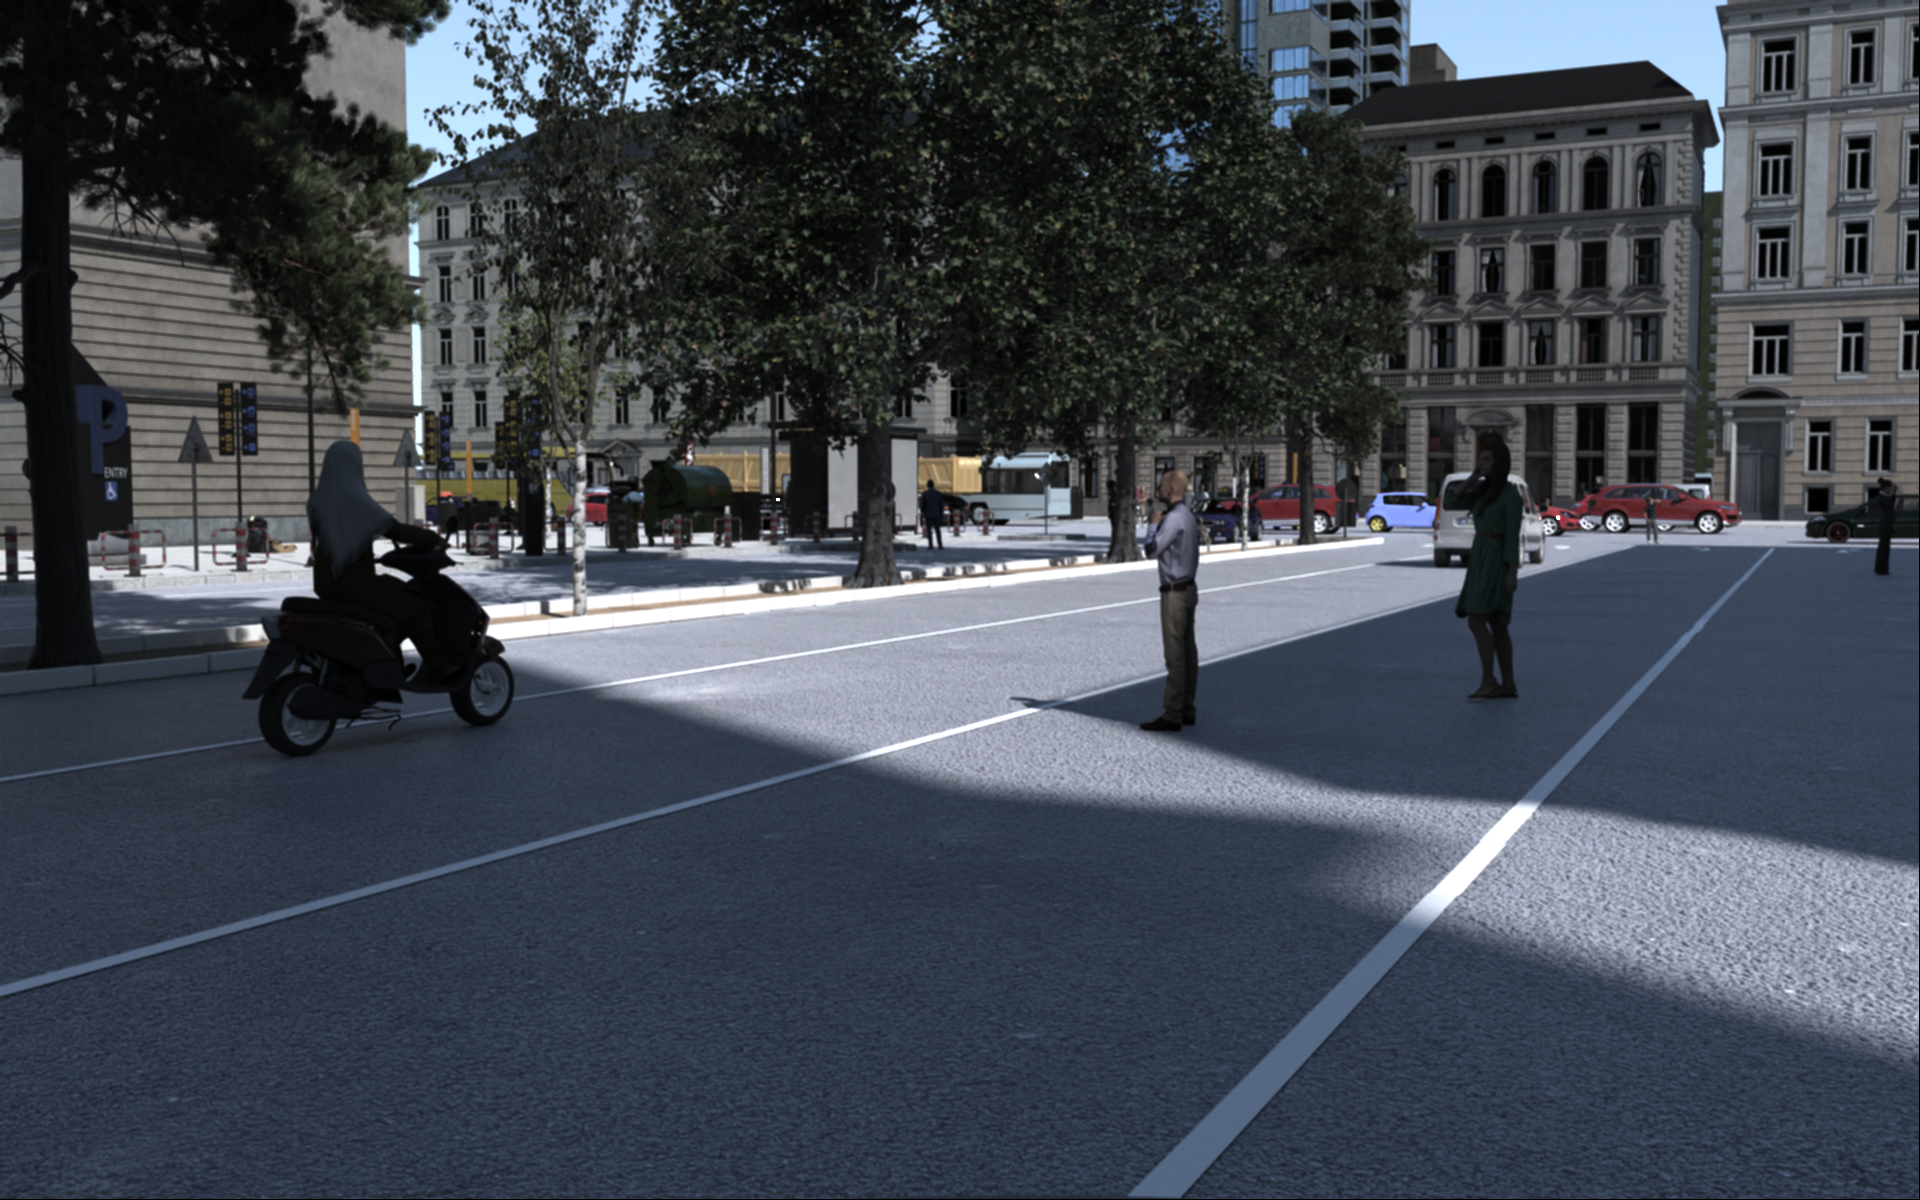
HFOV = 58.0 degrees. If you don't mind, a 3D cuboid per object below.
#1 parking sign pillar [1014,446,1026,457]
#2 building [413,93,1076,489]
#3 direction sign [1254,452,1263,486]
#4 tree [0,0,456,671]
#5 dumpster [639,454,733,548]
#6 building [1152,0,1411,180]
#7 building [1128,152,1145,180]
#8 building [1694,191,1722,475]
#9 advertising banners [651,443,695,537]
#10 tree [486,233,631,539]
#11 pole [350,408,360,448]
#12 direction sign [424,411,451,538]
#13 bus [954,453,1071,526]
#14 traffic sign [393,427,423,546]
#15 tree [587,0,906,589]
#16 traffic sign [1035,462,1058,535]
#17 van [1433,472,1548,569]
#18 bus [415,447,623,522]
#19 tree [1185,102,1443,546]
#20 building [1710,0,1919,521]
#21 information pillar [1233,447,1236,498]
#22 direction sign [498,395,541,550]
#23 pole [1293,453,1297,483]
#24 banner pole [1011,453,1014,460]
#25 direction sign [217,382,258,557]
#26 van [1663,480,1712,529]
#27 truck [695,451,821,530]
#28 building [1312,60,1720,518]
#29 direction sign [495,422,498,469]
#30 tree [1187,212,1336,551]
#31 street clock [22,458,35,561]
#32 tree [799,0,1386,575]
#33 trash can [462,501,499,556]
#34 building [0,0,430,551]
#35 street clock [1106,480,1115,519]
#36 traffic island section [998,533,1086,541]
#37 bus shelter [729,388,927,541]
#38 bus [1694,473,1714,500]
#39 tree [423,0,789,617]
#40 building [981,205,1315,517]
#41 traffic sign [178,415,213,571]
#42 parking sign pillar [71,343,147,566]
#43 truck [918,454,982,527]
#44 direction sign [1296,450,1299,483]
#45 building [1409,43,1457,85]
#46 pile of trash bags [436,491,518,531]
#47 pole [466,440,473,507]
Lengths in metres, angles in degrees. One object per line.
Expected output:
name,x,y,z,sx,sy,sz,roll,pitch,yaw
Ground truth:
parking sign pillar,3.370,-6.182,89.551,1.447,3.967,1.447,3,5,40
building,-15.185,-20.940,118.778,44.131,29.872,17.030,2,4,26
direction sign,16.029,-6.178,93.011,0.379,3.537,0.876,3,5,42
tree,-7.146,-5.436,13.388,6.751,12.117,7.091,0,3,0
dumpster,-6.702,-2.433,42.277,1.502,2.255,1.985,2,4,26
building,30.106,-51.942,161.926,22.319,86.520,31.000,2,4,26
building,28.082,-31.545,199.359,14.086,41.232,14.154,2,4,26
building,97.122,-33.912,238.060,14.086,41.232,14.154,2,4,26
advertising banners,-8.680,-3.438,52.403,0.090,3.025,2.074,2,4,35
tree,-11.692,-6.077,49.714,4.737,8.622,4.395,0,3,0
pole,-14.409,-2.904,41.320,0.158,3.312,0.155,0,3,0
direction sign,-14.264,-3.385,47.342,0.379,3.537,0.876,2,4,31
bus,-1.455,-5.243,80.589,13.247,3.499,2.948,2,4,26
traffic sign,-10.733,-2.056,33.613,0.884,2.594,0.081,2,4,35
tree,-1.204,-6.523,26.119,9.611,12.733,9.660,0,3,0
traffic sign,2.707,-3.101,54.347,0.795,2.450,0.064,2,4,26
van,10.710,-1.705,34.884,2.013,2.044,4.112,2,4,27
bus,-23.665,-6.122,91.640,12.252,3.916,2.896,2,4,25
tree,9.416,-7.493,47.016,6.751,12.117,7.091,0,3,0
building,47.873,-18.255,84.372,20.117,28.700,13.634,2,4,26
information pillar,13.818,-5.857,87.118,0.183,3.616,0.504,1,4,17
direction sign,-10.056,-2.926,39.831,0.876,3.537,0.379,1,4,11
pole,16.620,-5.638,86.021,0.158,3.312,0.155,0,3,0
banner pole,3.079,-6.266,92.467,0.863,3.779,0.401,1,4,18
direction sign,-14.658,-2.643,35.208,0.876,3.537,0.379,1,4,14
van,29.027,-3.963,71.814,4.112,2.044,2.013,2,4,27
truck,-6.241,-4.404,67.936,9.791,3.379,3.469,2,4,28
building,29.218,-16.125,92.518,19.941,23.489,11.050,2,4,26
direction sign,-14.116,-3.798,54.089,0.876,3.537,0.379,1,4,21
tree,6.950,-5.436,41.706,4.360,8.622,3.978,0,3,0
street clock,-17.599,-1.744,33.091,0.471,2.002,0.358,0,4,-5
tree,3.444,-7.091,35.398,9.611,12.733,9.660,0,3,0
trash can,-9.997,-1.496,36.120,0.748,1.137,0.748,0,3,0
building,-32.930,-14.235,51.829,34.723,24.649,14.460,2,4,26
street clock,7.742,-5.155,88.850,0.471,2.002,0.358,-3,5,-40
traffic island section,2.682,-1.966,54.420,2.009,0.180,2.903,2,4,26
bus shelter,-3.956,-4.491,51.052,2.179,5.291,8.768,2,4,26
bus,68.844,-10.118,160.287,2.948,3.499,13.247,2,4,27
tree,-4.200,-4.080,19.534,4.360,8.622,3.978,0,3,0
building,11.397,-14.481,101.392,19.286,19.102,10.561,2,4,26
traffic sign,-12.675,-1.754,28.684,0.884,2.594,0.081,2,4,30
parking sign pillar,-15.546,-2.619,31.296,1.447,3.967,1.447,0,4,7
truck,-3.893,-4.986,77.448,9.791,3.379,3.469,2,4,28
direction sign,17.600,-6.003,90.151,0.379,3.537,0.876,2,4,24
building,42.534,-34.523,188.153,21.600,48.544,21.300,2,4,26
pile of trash bags,-17.026,-3.118,60.724,1.912,1.369,3.447,2,4,26
pole,-18.496,-4.371,65.302,0.158,3.312,0.155,0,3,0
